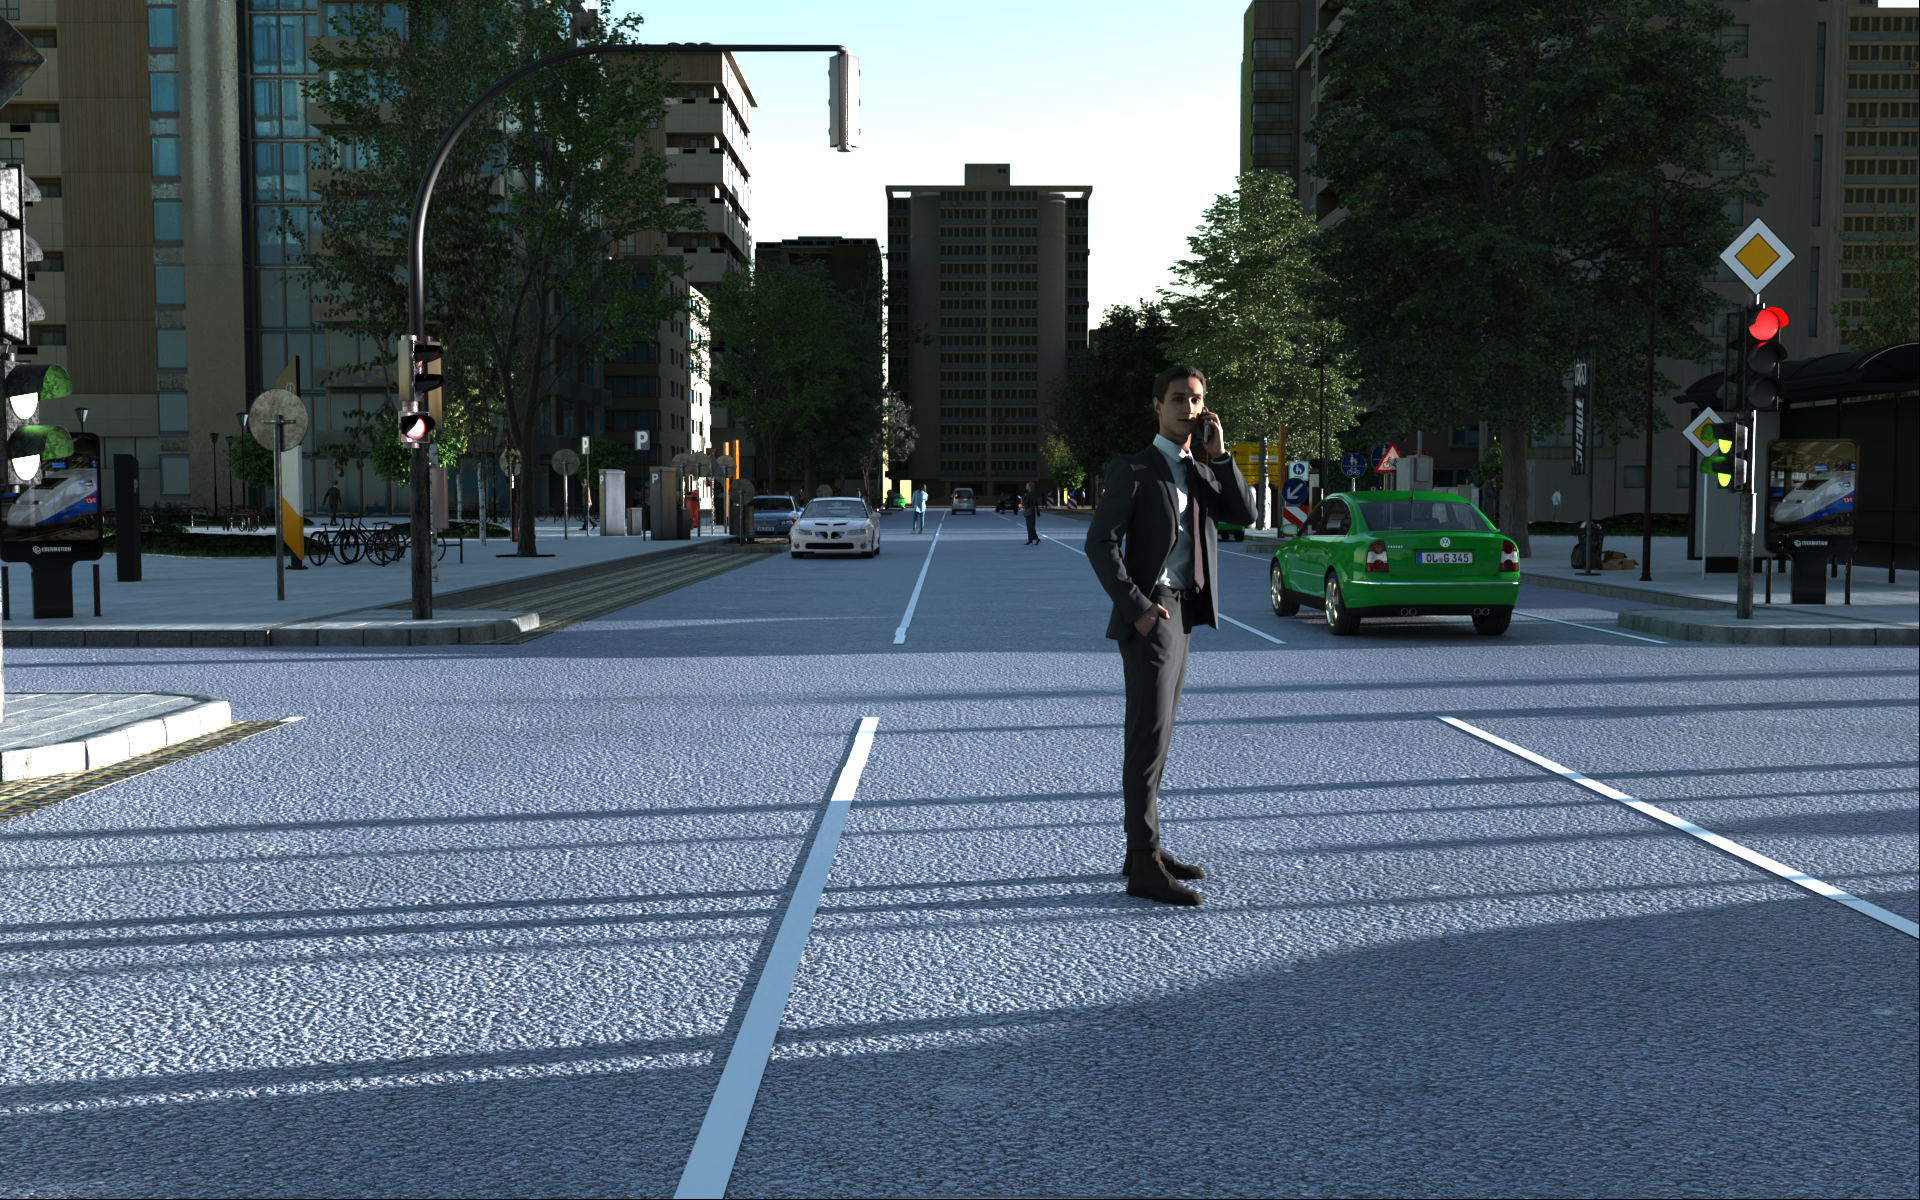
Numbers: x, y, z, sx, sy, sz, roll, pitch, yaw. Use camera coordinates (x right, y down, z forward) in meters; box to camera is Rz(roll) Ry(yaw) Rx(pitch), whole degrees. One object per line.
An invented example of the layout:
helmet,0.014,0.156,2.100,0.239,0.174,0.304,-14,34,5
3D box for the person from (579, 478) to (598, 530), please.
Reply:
person,-13.334,-3.422,61.904,0.656,1.842,0.836,3,5,42

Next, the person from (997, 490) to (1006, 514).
person,2.990,-6.986,123.514,0.721,1.735,1.217,2,4,29

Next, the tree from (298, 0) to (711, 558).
tree,-8.887,-6.670,34.817,9.928,11.665,9.643,0,3,0

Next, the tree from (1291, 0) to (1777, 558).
tree,11.107,-7.821,34.523,9.857,13.997,8.962,0,3,0

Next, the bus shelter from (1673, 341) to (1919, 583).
bus shelter,12.685,-1.942,25.668,2.014,3.302,5.546,0,4,0

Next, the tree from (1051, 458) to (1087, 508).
tree,9.843,-10.591,156.874,4.285,4.588,4.351,0,3,0

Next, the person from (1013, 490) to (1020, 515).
person,3.913,-6.715,119.111,0.721,1.723,1.217,-1,4,-15

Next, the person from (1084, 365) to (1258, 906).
person,0.790,0.093,6.341,0.474,1.900,0.648,2,4,32

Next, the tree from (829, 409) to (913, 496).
tree,-8.335,-13.363,152.891,8.767,10.594,7.601,-1,4,-19

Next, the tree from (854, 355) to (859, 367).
tree,-8.466,-9.223,76.554,9.928,11.665,9.643,0,3,0

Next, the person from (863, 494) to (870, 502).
person,-5.802,-5.681,104.565,0.799,1.438,0.628,0,4,5

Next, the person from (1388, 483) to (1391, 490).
person,20.587,-4.653,82.397,0.573,1.790,0.520,-1,4,-23

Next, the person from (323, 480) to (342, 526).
person,-25.025,-3.885,69.335,0.659,1.850,0.755,1,4,19

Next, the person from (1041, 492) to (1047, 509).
person,7.330,-8.561,149.938,0.593,1.643,0.415,-1,4,-21

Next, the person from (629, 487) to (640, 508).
person,-21.727,-6.654,115.618,1.217,1.735,0.721,3,5,43

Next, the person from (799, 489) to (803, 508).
person,-14.389,-9.157,156.580,1.217,1.723,0.721,0,4,-2

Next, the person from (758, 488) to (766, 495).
person,-16.724,-8.511,145.140,1.348,1.831,0.705,-1,4,-10

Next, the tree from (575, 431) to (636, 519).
tree,-18.537,-6.507,90.098,4.285,4.588,4.351,0,3,0

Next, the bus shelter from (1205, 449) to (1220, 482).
bus shelter,13.682,-5.886,87.513,1.731,3.624,6.357,0,4,0

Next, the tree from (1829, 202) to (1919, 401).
tree,23.786,-5.698,43.522,4.737,8.622,4.395,0,3,0

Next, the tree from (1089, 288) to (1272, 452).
tree,10.092,-8.844,79.015,8.767,10.594,7.601,0,4,-1

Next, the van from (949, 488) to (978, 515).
van,0.260,-6.936,120.417,2.013,2.044,4.112,0,4,1

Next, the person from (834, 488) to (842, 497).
person,-9.058,-7.445,128.486,0.721,1.743,1.217,-3,4,-37

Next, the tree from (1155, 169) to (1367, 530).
tree,10.392,-8.771,61.537,7.486,12.596,7.792,0,3,0

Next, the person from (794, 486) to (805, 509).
person,-9.137,-5.743,100.646,1.217,1.736,0.721,0,4,2

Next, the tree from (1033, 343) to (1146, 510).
tree,10.740,-13.909,137.776,12.009,13.543,11.850,0,3,0

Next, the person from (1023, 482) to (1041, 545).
person,2.048,-2.444,48.885,0.534,1.772,0.576,1,4,8

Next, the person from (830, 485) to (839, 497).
person,-7.971,-6.151,106.631,1.348,1.822,0.705,1,4,8

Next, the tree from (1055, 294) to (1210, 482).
tree,10.207,-11.185,99.880,9.611,12.733,9.660,0,3,0

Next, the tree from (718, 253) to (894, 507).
tree,-7.902,-11.295,91.325,9.857,13.997,8.962,0,3,0

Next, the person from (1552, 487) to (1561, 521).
person,26.848,-4.282,77.858,0.330,1.601,0.589,0,4,-6

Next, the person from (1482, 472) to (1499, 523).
person,13.434,-2.325,43.862,0.447,1.846,0.655,0,4,5

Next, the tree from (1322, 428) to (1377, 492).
tree,19.319,-6.287,86.511,4.285,4.588,4.351,0,3,0

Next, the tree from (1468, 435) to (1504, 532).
tree,17.452,-3.811,56.912,1.663,3.219,1.824,0,3,0

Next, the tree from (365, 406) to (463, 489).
tree,-19.104,-4.697,60.510,4.285,4.588,4.351,0,3,0

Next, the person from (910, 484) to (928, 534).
person,-1.483,-3.279,62.383,0.793,1.790,0.793,-3,5,-40

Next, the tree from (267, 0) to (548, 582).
tree,-7.814,-4.579,25.233,4.360,8.622,3.978,0,3,0

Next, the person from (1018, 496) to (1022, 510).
person,5.298,-8.899,157.235,0.697,1.427,0.421,2,4,28

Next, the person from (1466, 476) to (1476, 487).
person,14.662,-2.652,49.663,0.793,1.790,0.793,-2,4,-25

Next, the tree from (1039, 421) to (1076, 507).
tree,9.716,-13.449,170.249,4.737,8.622,4.395,0,3,0

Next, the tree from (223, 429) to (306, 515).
tree,-30.262,-5.608,75.406,4.285,4.588,4.351,0,3,0

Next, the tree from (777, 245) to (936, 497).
tree,-8.441,-16.923,132.586,12.611,20.169,13.585,0,3,0

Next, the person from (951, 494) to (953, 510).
person,-0.501,-9.185,159.344,0.551,1.740,0.621,-2,4,-24

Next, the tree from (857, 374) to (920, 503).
tree,-9.021,-15.829,169.180,12.009,13.543,11.850,0,3,0

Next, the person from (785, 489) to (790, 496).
person,-13.845,-8.103,139.463,0.436,1.711,0.756,2,4,35

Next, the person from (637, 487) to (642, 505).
person,-21.718,-6.767,117.390,0.721,1.736,1.217,2,4,30
